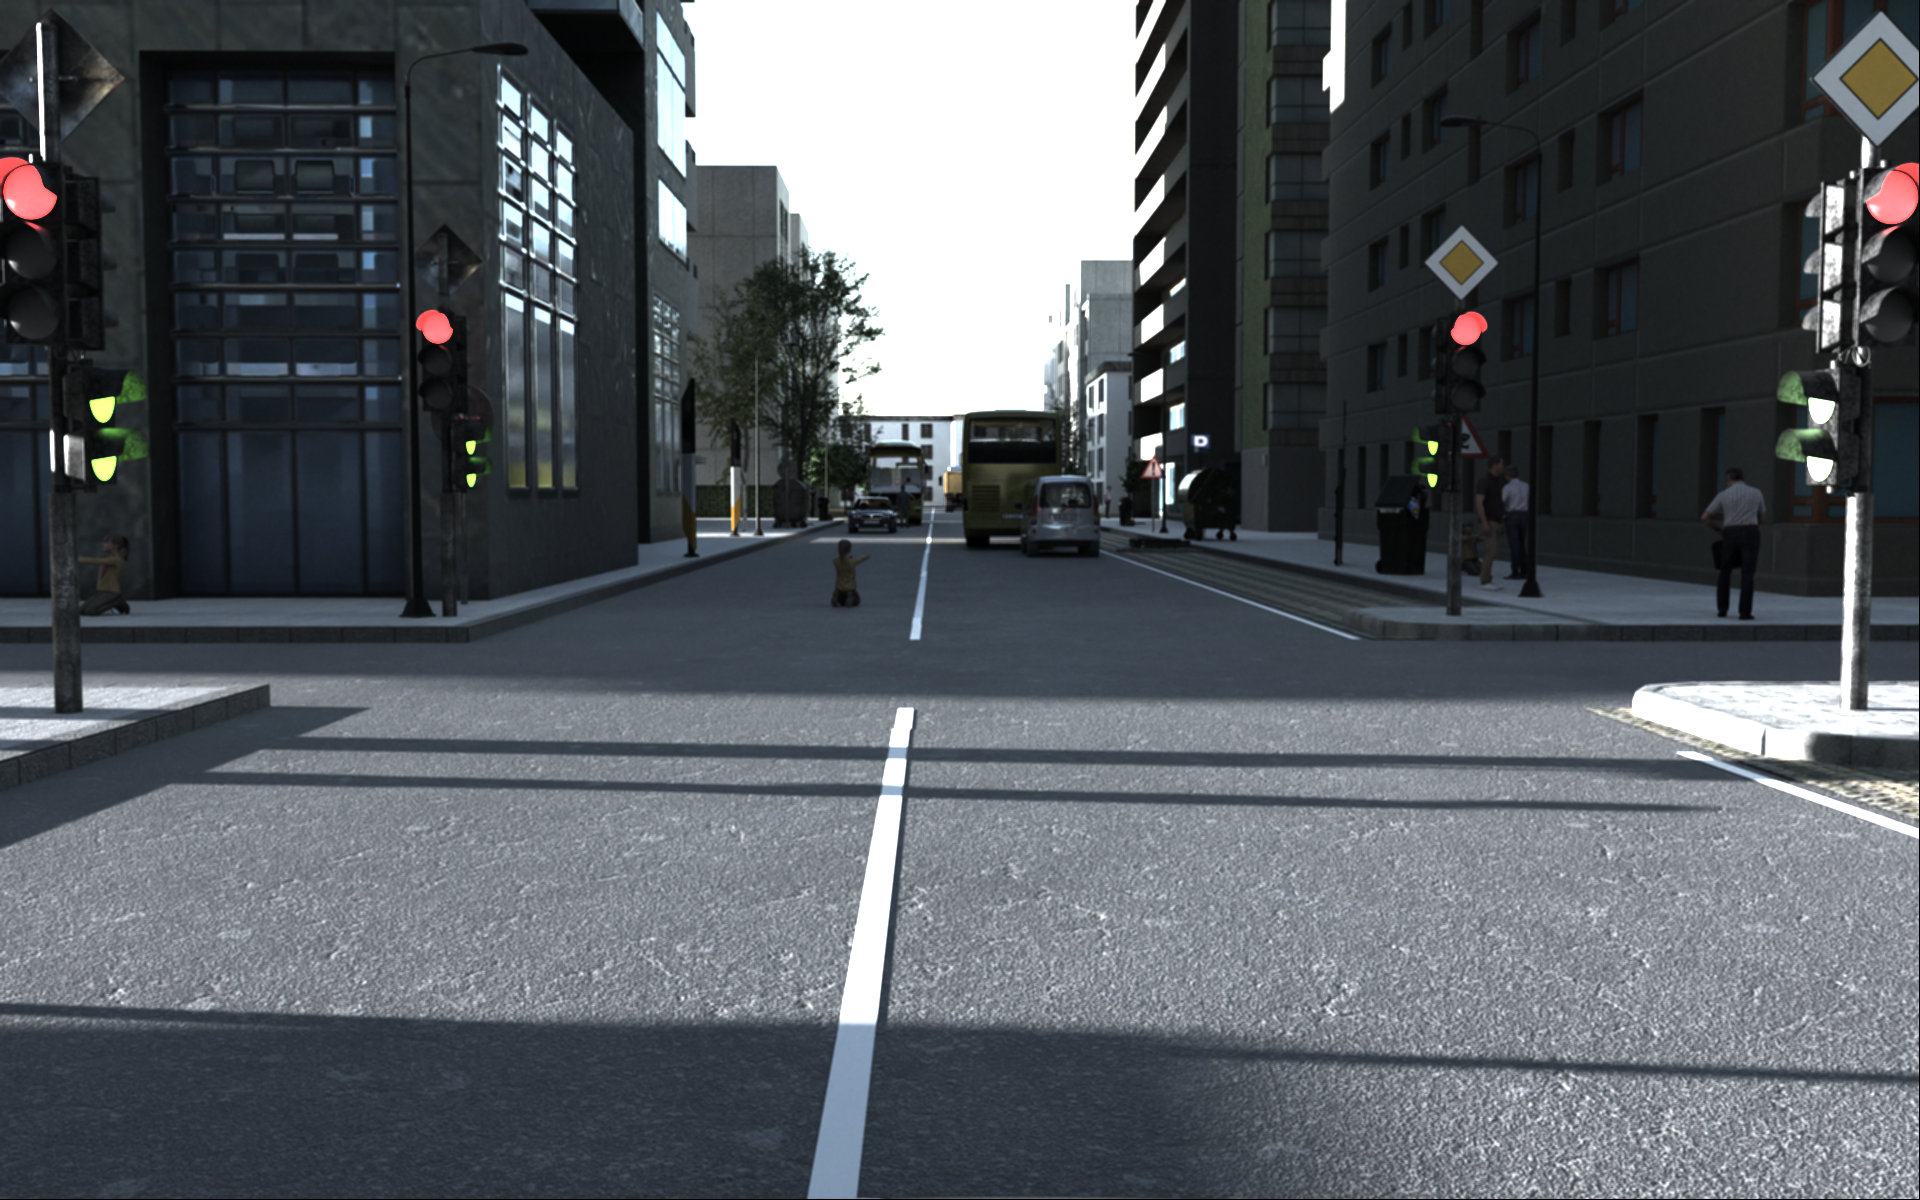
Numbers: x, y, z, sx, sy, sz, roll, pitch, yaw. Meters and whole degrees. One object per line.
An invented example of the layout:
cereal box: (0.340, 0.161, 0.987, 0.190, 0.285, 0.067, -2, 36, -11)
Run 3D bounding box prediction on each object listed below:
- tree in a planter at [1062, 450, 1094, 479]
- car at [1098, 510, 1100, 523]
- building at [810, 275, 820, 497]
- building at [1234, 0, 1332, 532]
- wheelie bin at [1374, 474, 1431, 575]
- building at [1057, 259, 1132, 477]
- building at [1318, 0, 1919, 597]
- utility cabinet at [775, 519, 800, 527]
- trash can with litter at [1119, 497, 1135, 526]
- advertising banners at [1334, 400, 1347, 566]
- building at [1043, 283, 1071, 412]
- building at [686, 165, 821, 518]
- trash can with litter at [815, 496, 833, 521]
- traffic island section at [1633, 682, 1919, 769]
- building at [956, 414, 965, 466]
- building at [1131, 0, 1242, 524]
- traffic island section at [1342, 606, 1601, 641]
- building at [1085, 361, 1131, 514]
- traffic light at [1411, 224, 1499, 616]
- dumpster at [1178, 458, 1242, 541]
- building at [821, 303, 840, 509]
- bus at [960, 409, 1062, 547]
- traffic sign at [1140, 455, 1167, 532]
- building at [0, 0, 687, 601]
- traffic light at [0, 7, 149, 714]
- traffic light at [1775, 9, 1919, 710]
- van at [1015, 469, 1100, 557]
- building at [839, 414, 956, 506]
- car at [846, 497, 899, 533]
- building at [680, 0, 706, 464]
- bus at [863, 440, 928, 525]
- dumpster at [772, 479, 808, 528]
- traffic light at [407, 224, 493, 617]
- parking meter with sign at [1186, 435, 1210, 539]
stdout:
tree in a planter: (4.524, -4.470, 70.303, 1.991, 3.239, 1.994, 0, 4, -1)
car: (4.358, -3.417, 66.099, 2.015, 1.641, 3.980, 0, 4, -1)
building: (-18.529, -16.754, 130.354, 16.016, 20.091, 11.380, 0, 4, -1)
building: (17.232, -23.247, 63.688, 14.154, 41.232, 14.086, 0, 4, -1)
wheelie bin: (7.071, -1.210, 27.691, 0.693, 1.594, 0.980, -2, 4, -33)
building: (17.272, -16.687, 139.288, 16.747, 18.905, 31.486, 0, 4, -1)
building: (24.788, -11.611, 34.879, 28.899, 21.520, 27.650, 0, 4, -1)
utility cabinet: (-6.734, -3.477, 68.018, 1.020, 1.237, 0.306, -1, 4, -23)
trash can with litter: (6.782, -3.559, 69.570, 0.624, 1.170, 1.055, -1, 4, -16)
advertising banners: (6.997, -2.176, 31.772, 0.090, 3.025, 2.074, 1, 4, 17)
building: (15.870, -18.642, 161.215, 16.016, 20.091, 11.380, 0, 4, -1)
building: (-18.408, -14.834, 108.998, 16.747, 18.905, 31.486, 0, 4, -1)
trash can with litter: (-6.512, -4.397, 83.276, 0.624, 1.170, 1.055, 1, 4, 20)
traffic island section: (5.358, 0.730, 10.342, 2.009, 0.180, 2.903, 0, 4, -1)
building: (13.278, -14.875, 185.350, 28.070, 9.664, 9.099, 0, 4, -1)
building: (20.047, -28.039, 82.134, 21.300, 48.544, 21.600, 0, 4, -1)
traffic island section: (5.246, 0.242, 18.326, 2.009, 0.180, 2.903, 0, 4, -1)
building: (13.650, -10.248, 109.697, 9.099, 9.664, 28.070, 0, 4, -1)
traffic light: (5.206, -1.791, 18.211, 0.839, 4.253, 0.868, 0, 4, -1)
dumpster: (6.937, -2.792, 48.143, 1.502, 2.255, 1.985, 0, 4, -1)
building: (-27.197, -17.798, 157.458, 31.486, 18.905, 16.747, 0, 4, -1)
bus: (1.376, -3.559, 49.739, 2.896, 3.916, 12.252, 0, 4, 1)
traffic sign: (6.476, -3.546, 57.977, 0.884, 2.594, 0.081, 0, 4, 4)
building: (-17.050, -44.090, 33.540, 22.319, 86.520, 31.000, 0, 4, -1)
traffic light: (-5.223, -1.293, 10.064, 0.839, 4.253, 0.868, 0, 4, -1)
traffic light: (5.317, -1.303, 10.227, 0.839, 4.253, 0.868, 0, 4, -1)
van: (2.325, -2.064, 40.764, 2.013, 2.044, 4.112, 0, 4, -1)
building: (-14.789, -14.848, 184.917, 28.070, 9.664, 9.099, 0, 4, -1)
car: (-3.222, -3.159, 64.236, 1.945, 1.354, 3.894, 0, 4, -1)
building: (-25.868, -29.504, 71.629, 28.713, 52.752, 27.495, 0, 4, -1)
bus: (-3.060, -5.603, 83.150, 2.896, 3.916, 12.252, 0, 4, -2)
dumpster: (-6.407, -3.640, 65.275, 1.264, 1.857, 1.865, 0, 4, -1)
traffic light: (-5.334, -1.781, 18.048, 0.839, 4.253, 0.868, 0, 4, -1)
parking meter with sign: (6.862, -3.295, 50.134, 0.543, 3.016, 1.738, 1, 4, 15)
